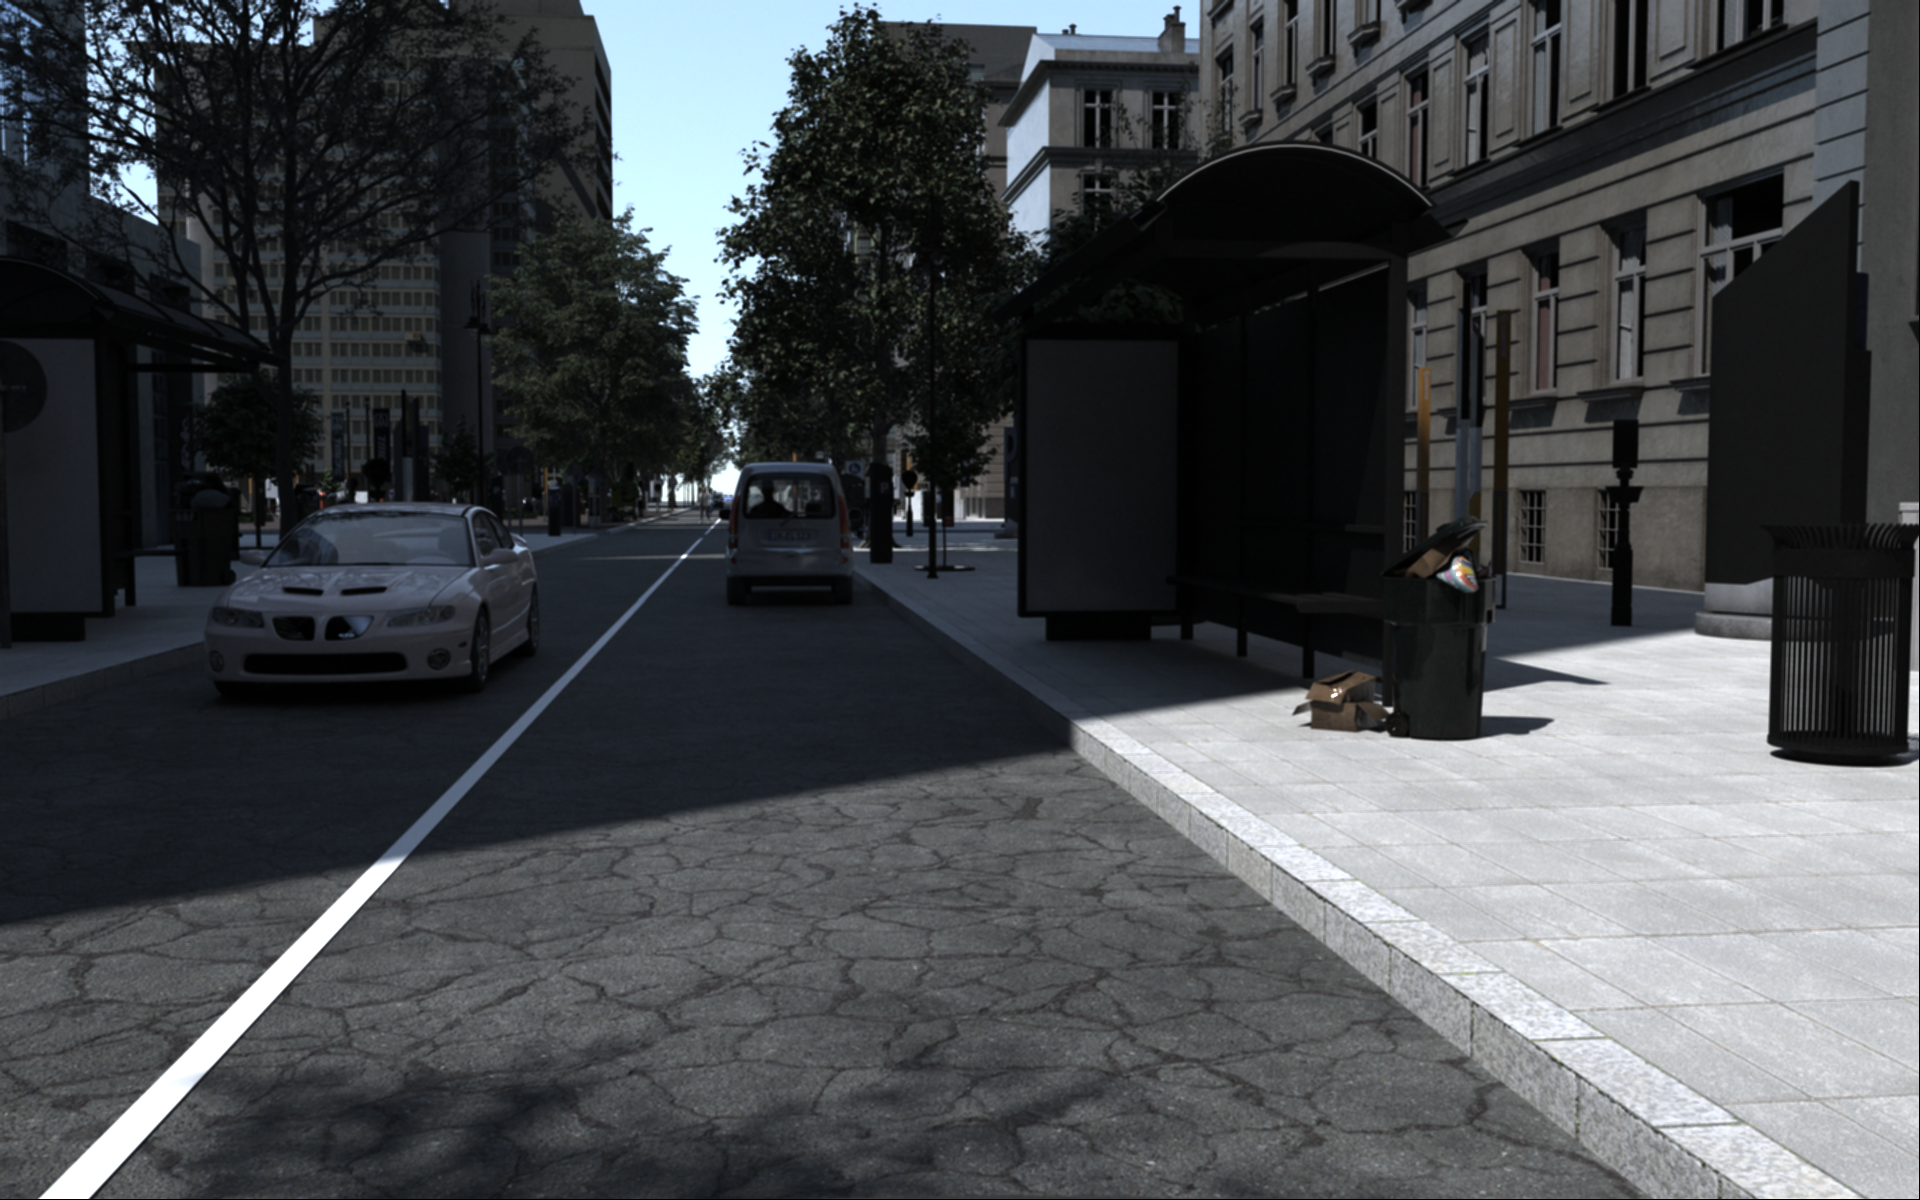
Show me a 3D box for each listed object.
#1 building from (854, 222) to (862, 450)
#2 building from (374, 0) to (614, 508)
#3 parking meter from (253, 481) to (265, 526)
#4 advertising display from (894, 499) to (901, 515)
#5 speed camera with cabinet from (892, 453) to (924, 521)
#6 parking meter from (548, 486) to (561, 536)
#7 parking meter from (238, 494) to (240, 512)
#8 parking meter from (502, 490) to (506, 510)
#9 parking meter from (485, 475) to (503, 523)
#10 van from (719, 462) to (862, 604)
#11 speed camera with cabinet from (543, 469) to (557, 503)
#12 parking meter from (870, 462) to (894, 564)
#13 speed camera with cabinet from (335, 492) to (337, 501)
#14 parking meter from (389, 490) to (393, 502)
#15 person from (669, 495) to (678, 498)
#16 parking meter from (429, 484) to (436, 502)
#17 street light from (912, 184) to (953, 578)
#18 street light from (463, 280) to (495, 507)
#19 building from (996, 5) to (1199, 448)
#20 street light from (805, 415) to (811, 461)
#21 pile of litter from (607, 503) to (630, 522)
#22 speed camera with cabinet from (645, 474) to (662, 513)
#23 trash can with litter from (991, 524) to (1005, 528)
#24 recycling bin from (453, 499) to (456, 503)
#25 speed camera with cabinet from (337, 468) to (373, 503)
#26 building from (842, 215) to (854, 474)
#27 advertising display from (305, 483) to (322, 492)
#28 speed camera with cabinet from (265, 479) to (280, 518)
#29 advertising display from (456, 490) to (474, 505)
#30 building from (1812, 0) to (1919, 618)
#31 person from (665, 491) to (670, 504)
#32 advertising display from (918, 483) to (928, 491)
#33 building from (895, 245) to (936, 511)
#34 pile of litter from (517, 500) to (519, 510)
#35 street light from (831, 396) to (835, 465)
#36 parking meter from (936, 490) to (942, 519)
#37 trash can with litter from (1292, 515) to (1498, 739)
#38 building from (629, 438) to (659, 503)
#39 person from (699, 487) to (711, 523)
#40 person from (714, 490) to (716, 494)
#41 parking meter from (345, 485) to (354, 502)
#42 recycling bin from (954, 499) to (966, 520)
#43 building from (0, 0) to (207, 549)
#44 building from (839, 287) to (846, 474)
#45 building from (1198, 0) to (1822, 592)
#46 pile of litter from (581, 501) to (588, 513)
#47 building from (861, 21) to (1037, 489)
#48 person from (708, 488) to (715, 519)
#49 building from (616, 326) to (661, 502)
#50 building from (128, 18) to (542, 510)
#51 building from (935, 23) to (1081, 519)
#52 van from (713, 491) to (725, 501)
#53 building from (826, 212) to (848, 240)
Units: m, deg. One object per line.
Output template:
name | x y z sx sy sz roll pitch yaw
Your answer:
building | -3.383 -29.684 168.921 14.154 41.232 14.086 0 4 -7
building | -45.361 -33.336 168.745 21.300 48.544 21.600 0 4 -7
parking meter | -27.917 -3.872 69.019 0.255 1.863 0.399 3 5 40
advertising display | -4.101 -6.268 107.700 0.974 1.923 0.123 -3 4 -38
speed camera with cabinet | -2.471 -5.431 83.126 2.038 3.252 0.660 3 4 36
parking meter | -12.423 -2.728 53.018 0.372 1.533 0.369 0 3 0
parking meter | -48.701 -6.624 116.715 0.372 1.533 0.369 0 3 0
parking meter | -32.286 -6.969 122.359 0.372 1.533 0.369 0 3 0
parking meter | -14.187 -2.886 52.898 0.399 1.863 0.255 -2 4 -27
van | -2.340 -1.033 23.901 2.013 2.044 4.112 0 4 -5
speed camera with cabinet | -27.494 -7.447 116.094 0.660 3.252 2.038 -2 4 -25
parking meter | -1.449 -1.614 32.105 0.399 1.863 0.255 -2 4 -32
speed camera with cabinet | -44.240 -7.894 123.396 0.660 3.252 2.038 -3 5 -39
parking meter | -38.147 -6.606 116.415 0.372 1.533 0.369 0 3 0
person | -35.718 -12.622 215.654 1.217 1.735 0.721 0 4 -2
parking meter | -30.738 -5.814 100.766 0.399 1.863 0.255 -2 4 -30
street light | -0.419 -3.269 26.230 0.468 5.910 1.993 0 4 -7
street light | -10.395 -3.960 37.541 0.468 5.910 1.993 0 4 -7
building | 19.901 -16.021 81.026 34.723 24.649 14.460 0 4 -7
street light | -7.110 -6.571 80.217 0.468 5.910 1.993 0 4 -7
pile of litter | -15.772 -4.017 79.650 1.176 0.858 1.719 -1 4 -18
speed camera with cabinet | -21.444 -7.604 118.654 2.038 3.252 0.660 -2 4 -33
trash can with litter | 2.176 -3.351 65.843 2.233 1.210 1.678 3 5 42
recycling bin | -28.060 -5.189 97.402 0.722 1.027 0.722 -2 4 -35
speed camera with cabinet | -39.747 -7.318 113.993 2.038 3.252 0.660 0 4 7
building | -1.601 -35.005 191.947 23.786 49.044 30.456 0 4 -7
advertising display | -36.610 -5.683 98.124 0.974 1.923 0.123 0 4 1
speed camera with cabinet | -40.942 -6.719 104.190 2.038 3.252 0.660 3 4 36
advertising display | -17.420 -3.409 60.949 0.974 1.923 0.123 3 5 41
building | 16.248 -13.848 3.913 11.434 29.767 29.804 0 4 -7
person | -36.385 -12.758 217.237 1.348 1.807 0.705 2 4 24
advertising display | -2.315 -6.031 103.819 0.974 1.923 0.123 3 4 36
building | 2.108 -17.453 127.156 13.314 21.916 24.055 0 4 -7
pile of litter | -31.017 -6.678 123.150 1.176 0.858 1.719 -2 4 -28
street light | -4.020 -5.016 54.795 0.468 5.910 1.993 0 4 -7
parking meter | -1.023 -4.873 88.080 0.372 1.533 0.369 0 3 0
trash can with litter | 2.307 0.130 9.264 1.055 1.170 0.624 2 4 33
building | -60.487 -25.563 262.999 27.650 21.520 28.899 0 4 -7
person | -12.524 -4.688 85.329 0.709 1.800 0.728 2 4 32
person | -26.276 -10.851 185.916 0.705 1.824 1.348 0 4 4
parking meter | -32.191 -5.235 91.296 0.399 1.863 0.255 1 4 15
recycling bin | -0.114 -4.407 84.602 0.722 1.027 0.722 1 4 9
building | -33.608 -43.848 29.580 31.000 86.520 22.319 0 4 -7
building | -11.975 -28.515 237.919 14.160 30.474 14.107 0 4 -7
building | 15.445 -12.284 34.127 16.112 22.955 30.059 0 4 -7
pile of litter | -25.740 -6.330 117.462 1.176 0.858 1.719 -1 4 -22
building | -1.039 -28.816 154.728 14.154 41.232 14.086 0 4 -7
person | -14.135 -5.477 98.312 0.793 1.790 0.793 -2 4 -27
building | -56.823 -31.430 285.575 14.160 30.474 14.107 0 4 -7
building | -48.856 -27.753 145.637 32.217 40.220 23.993 0 4 -7
building | 5.425 -18.655 102.268 12.463 27.353 25.104 0 4 -7
van | -31.672 -13.415 226.341 2.013 2.044 4.112 0 4 -7
building | -10.645 -43.870 259.272 21.231 58.520 28.212 0 4 -7
